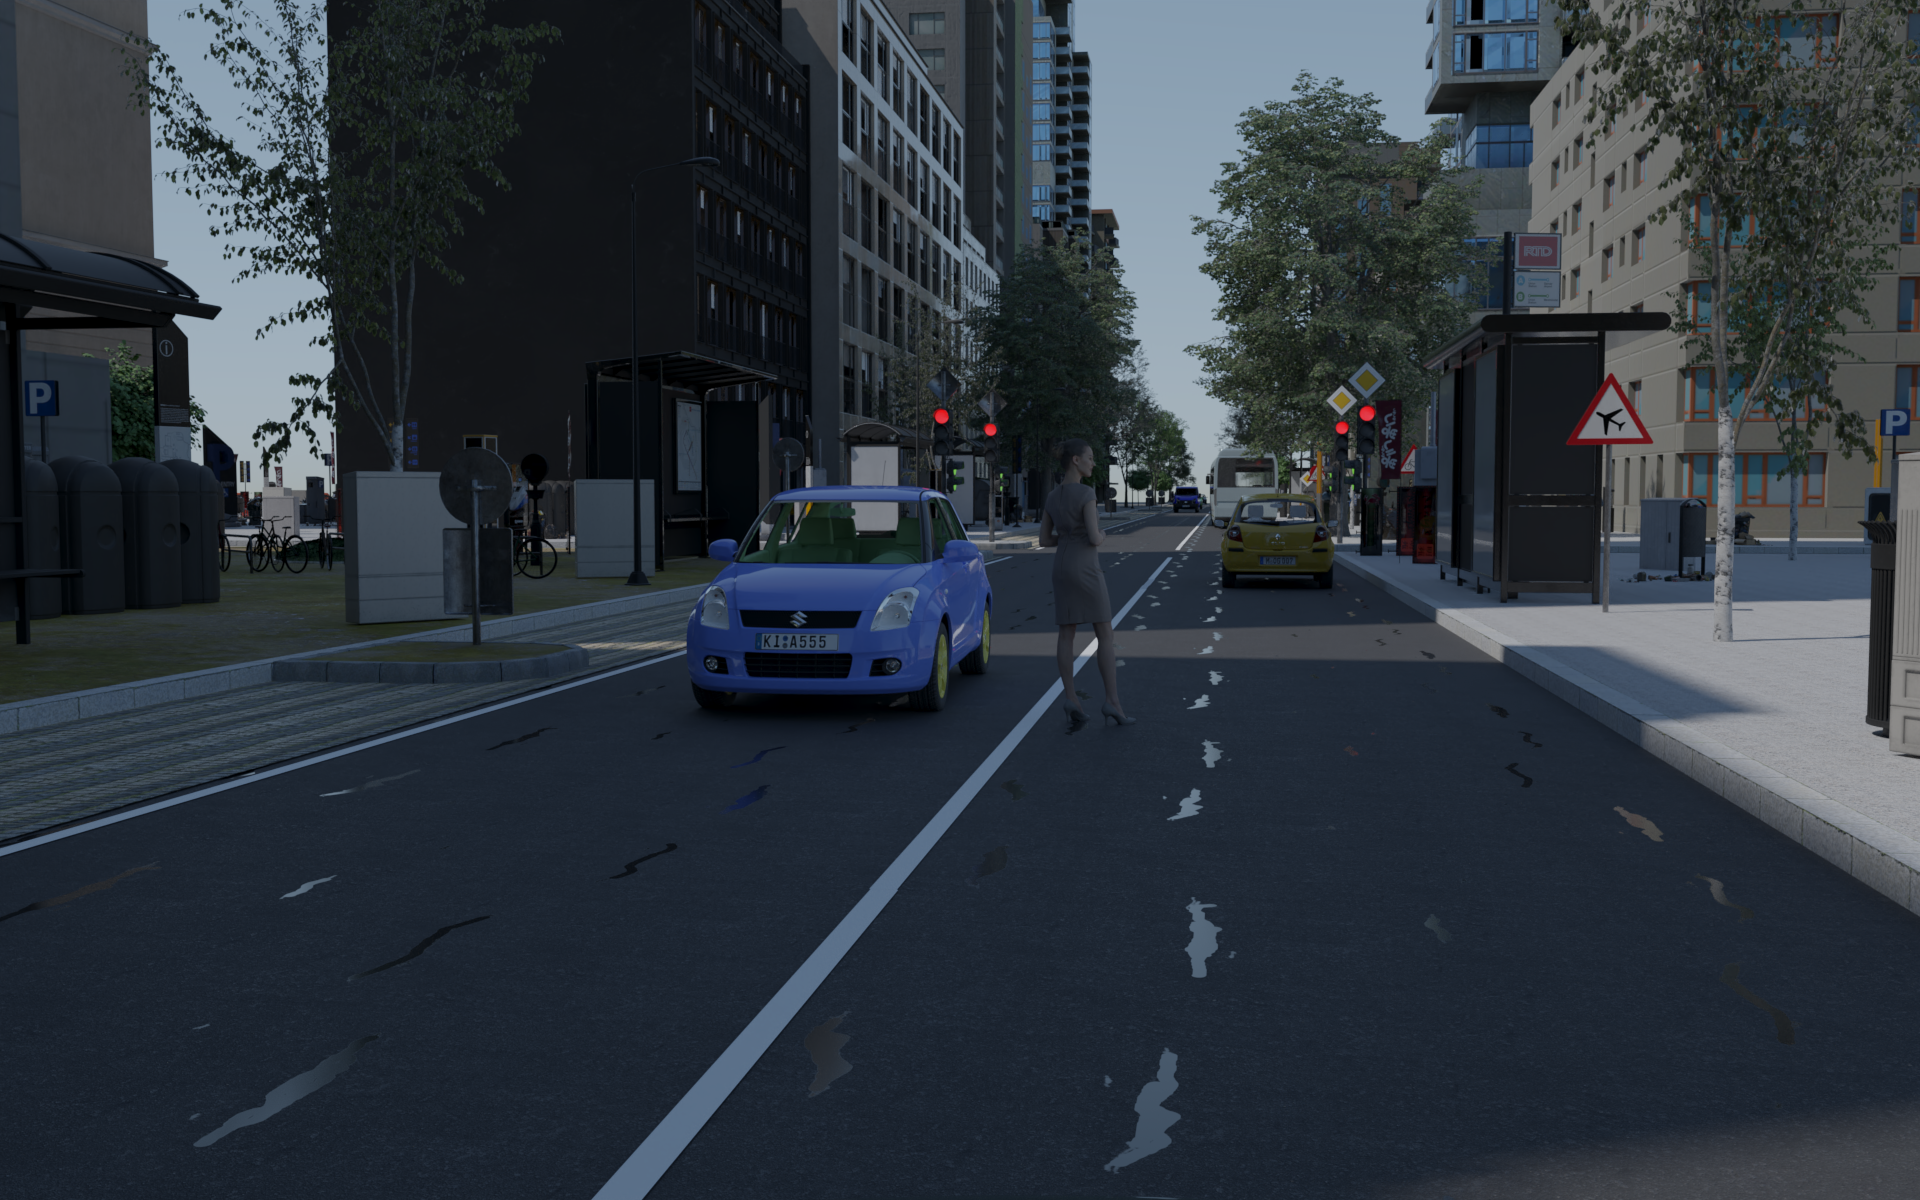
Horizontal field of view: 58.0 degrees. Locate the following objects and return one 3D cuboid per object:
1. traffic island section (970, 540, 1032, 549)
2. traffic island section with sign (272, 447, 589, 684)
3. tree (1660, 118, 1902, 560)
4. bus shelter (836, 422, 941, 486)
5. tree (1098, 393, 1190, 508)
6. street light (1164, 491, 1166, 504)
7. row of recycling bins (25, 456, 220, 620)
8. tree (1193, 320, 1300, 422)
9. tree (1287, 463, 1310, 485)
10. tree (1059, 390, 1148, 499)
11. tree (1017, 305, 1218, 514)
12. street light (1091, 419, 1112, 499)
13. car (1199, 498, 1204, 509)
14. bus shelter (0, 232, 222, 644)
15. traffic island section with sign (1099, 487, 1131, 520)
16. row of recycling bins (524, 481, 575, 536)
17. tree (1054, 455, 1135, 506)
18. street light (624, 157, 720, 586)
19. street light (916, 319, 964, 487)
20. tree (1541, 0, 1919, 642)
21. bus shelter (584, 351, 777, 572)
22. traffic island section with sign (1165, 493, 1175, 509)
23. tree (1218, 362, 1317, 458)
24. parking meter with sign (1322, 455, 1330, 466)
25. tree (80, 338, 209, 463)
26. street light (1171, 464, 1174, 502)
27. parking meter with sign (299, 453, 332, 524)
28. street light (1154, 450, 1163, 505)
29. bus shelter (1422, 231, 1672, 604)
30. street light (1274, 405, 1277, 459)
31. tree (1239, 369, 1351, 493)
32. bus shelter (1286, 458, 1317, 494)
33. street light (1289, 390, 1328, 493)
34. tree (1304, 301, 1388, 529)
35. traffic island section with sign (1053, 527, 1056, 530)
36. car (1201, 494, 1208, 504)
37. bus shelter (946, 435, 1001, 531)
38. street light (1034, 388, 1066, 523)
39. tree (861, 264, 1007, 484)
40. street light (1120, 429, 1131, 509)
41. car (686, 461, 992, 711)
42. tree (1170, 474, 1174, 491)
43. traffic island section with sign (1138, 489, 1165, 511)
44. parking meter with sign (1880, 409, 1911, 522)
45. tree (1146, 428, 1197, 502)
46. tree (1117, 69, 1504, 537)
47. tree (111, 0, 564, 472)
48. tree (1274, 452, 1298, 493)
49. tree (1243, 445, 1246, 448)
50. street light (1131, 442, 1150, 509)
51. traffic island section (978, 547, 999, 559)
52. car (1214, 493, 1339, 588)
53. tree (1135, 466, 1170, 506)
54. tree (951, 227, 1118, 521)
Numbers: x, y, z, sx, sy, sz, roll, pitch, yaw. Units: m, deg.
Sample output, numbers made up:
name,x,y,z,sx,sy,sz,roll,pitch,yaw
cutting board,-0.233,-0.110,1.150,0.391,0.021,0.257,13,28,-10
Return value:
name,x,y,z,sx,sy,sz,roll,pitch,yaw
traffic island section,0.831,-1.468,46.283,2.009,0.180,2.903,1,4,9
traffic island section with sign,-4.119,-0.327,13.973,1.989,1.847,2.006,1,4,9
tree,15.898,-5.074,33.318,4.737,8.622,4.395,0,3,0
bus shelter,-2.069,-3.512,51.352,2.014,3.302,5.546,1,4,9
tree,15.528,-14.523,163.208,9.928,11.665,9.643,0,3,0
street light,23.544,-14.164,204.130,1.470,5.913,1.316,1,4,9
row of recycling bins,-9.445,-0.737,19.158,1.069,1.692,3.534,1,4,12
tree,30.675,-19.956,182.164,12.611,20.169,13.585,0,3,0
tree,20.704,-6.806,105.884,1.663,3.219,1.824,0,3,0
tree,11.313,-12.405,137.238,7.601,10.594,8.767,-1,4,-22
tree,8.490,-12.361,112.469,12.009,13.543,11.850,0,3,0
street light,8.462,-8.141,105.649,1.470,5.913,1.316,1,4,9
car,22.086,-9.495,164.036,1.959,1.807,4.718,0,4,8
bus shelter,-7.680,-1.117,12.188,2.014,3.302,5.546,1,4,9
traffic island section with sign,8.393,-5.318,95.569,1.989,1.847,2.006,1,4,9
row of recycling bins,-12.501,-2.831,53.392,1.069,1.692,3.534,0,4,6
tree,7.073,-7.213,101.645,4.285,4.588,4.351,0,3,0
street light,-4.002,-3.154,24.114,1.470,5.913,1.316,1,4,9
street light,-0.591,-4.509,46.255,1.470,5.913,1.316,1,4,9
tree,6.797,-3.931,14.640,4.360,8.622,3.978,0,3,0
bus shelter,-4.951,-2.469,31.645,1.731,3.624,6.357,1,4,9
traffic island section with sign,19.943,-9.923,170.864,1.989,1.847,2.006,1,4,9
tree,27.126,-14.646,149.834,12.009,13.543,11.850,0,3,0
parking meter with sign,16.891,-4.968,77.481,0.543,3.016,1.738,-2,4,-33
tree,-17.630,-3.233,36.576,4.285,4.588,4.351,0,3,0
street light,28.199,-15.980,233.807,1.470,5.913,1.316,1,4,9
parking meter with sign,-27.704,-4.782,74.453,1.738,3.016,0.543,2,4,24
street light,20.296,-12.811,181.998,1.470,5.913,1.316,1,4,9
bus shelter,7.781,-2.856,24.321,2.179,5.291,8.768,1,4,9
street light,16.478,-7.134,89.189,1.470,5.913,1.316,1,4,9
tree,21.554,-10.828,111.451,7.601,10.594,8.767,0,4,5
bus shelter,19.789,-6.454,99.439,2.014,3.302,5.546,1,4,9
street light,12.031,-5.316,59.462,1.470,5.913,1.316,1,4,9
tree,14.111,-6.898,63.137,4.360,8.622,3.978,0,3,0
traffic island section with sign,4.267,-3.673,68.688,1.989,1.847,2.006,1,4,9
car,34.474,-14.568,247.973,2.009,1.686,4.222,0,4,7
bus shelter,0.122,-4.199,62.573,2.014,3.302,5.546,1,4,9
street light,3.934,-6.325,75.952,1.470,5.913,1.316,1,4,9
tree,-0.604,-6.493,56.528,4.360,8.622,3.978,0,3,0
street light,11.048,-9.137,121.926,1.470,5.913,1.316,1,4,9
car,-0.776,-0.186,12.635,1.945,1.707,3.694,0,4,8
tree,25.267,-14.463,220.185,4.285,4.588,4.351,0,3,0
traffic island section with sign,15.830,-8.286,144.110,1.989,1.847,2.006,1,4,9
parking meter with sign,18.980,-2.355,34.770,0.543,3.016,1.738,1,4,13
tree,33.422,-21.962,276.082,9.611,12.733,9.660,0,3,0
tree,11.426,-8.886,51.948,9.857,13.997,8.962,0,3,0
tree,-6.228,-4.156,18.312,4.360,8.622,3.978,0,3,0
tree,25.582,-9.462,138.418,4.285,4.588,4.351,0,3,0
tree,39.062,-18.776,225.107,7.486,12.596,7.792,0,3,0
street light,15.730,-10.995,152.307,1.470,5.913,1.316,1,4,9
traffic island section,-0.379,-0.985,38.389,2.009,0.180,2.903,1,4,9
car,5.077,-1.076,27.811,2.015,1.641,3.980,1,4,10
tree,19.598,-12.593,189.608,4.285,4.588,4.351,0,3,0
tree,4.064,-10.820,83.565,9.857,13.997,8.962,0,3,0
